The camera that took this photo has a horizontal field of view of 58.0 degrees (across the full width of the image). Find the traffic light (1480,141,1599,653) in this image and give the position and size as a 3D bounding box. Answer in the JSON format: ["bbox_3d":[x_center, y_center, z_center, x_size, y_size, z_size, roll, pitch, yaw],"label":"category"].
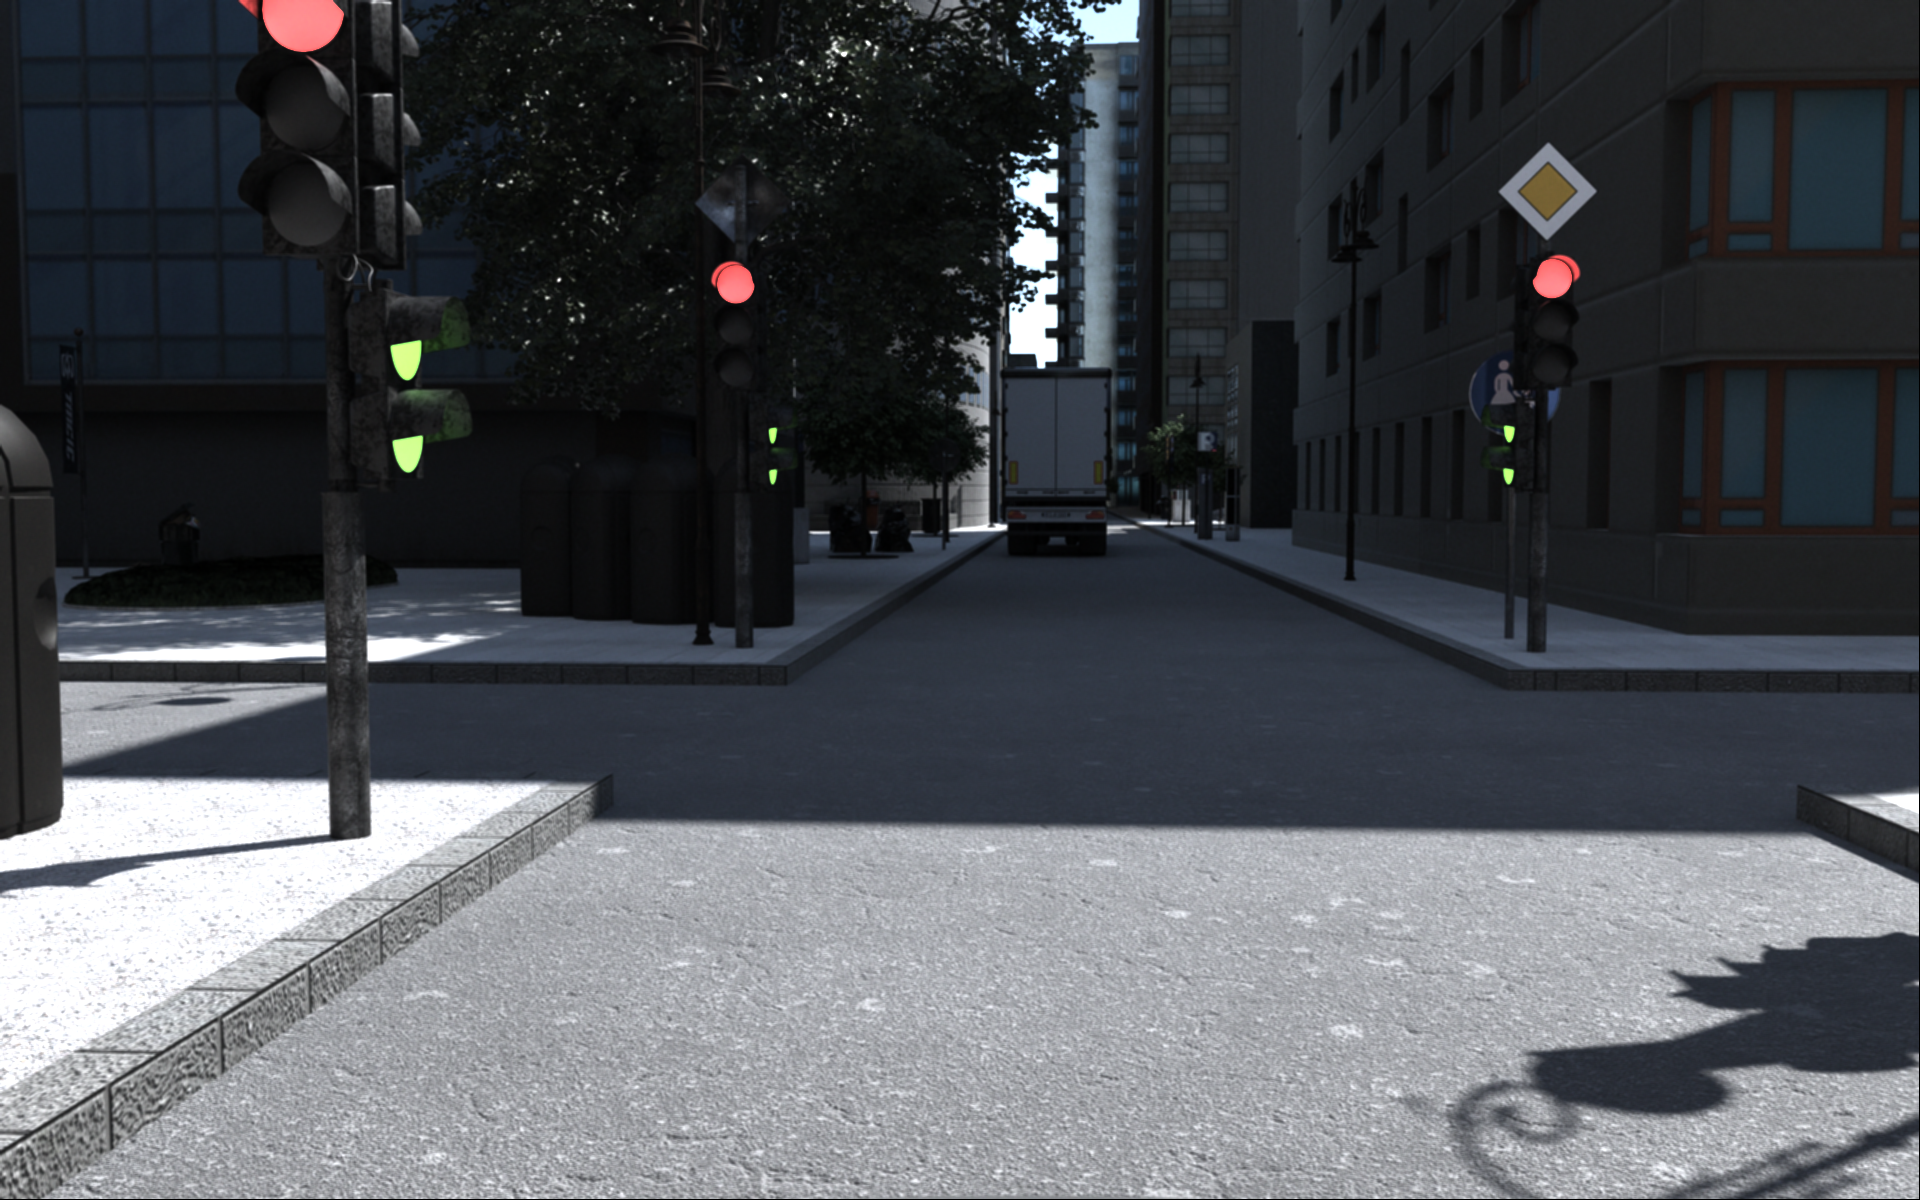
[{"bbox_3d":[4.667,-1.532,13.968,0.839,4.253,0.868,0,4,3],"label":"traffic light"}]

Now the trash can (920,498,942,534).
[{"bbox_3d":[-0.935,-2.735,56.364,0.748,1.137,0.748,0,3,0],"label":"trash can"}]

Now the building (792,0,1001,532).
[{"bbox_3d":[-9.357,-32.293,69.992,21.231,58.520,28.212,0,4,3],"label":"building"}]

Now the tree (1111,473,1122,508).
[{"bbox_3d":[13.748,-9.890,156.302,1.663,3.219,1.824,0,3,0],"label":"tree"}]

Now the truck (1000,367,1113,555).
[{"bbox_3d":[2.526,-3.371,44.036,2.839,4.237,11.283,0,4,4],"label":"truck"}]

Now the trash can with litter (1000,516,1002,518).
[{"bbox_3d":[2.008,-4.750,89.053,1.055,1.170,0.624,-1,4,-9],"label":"trash can with litter"}]

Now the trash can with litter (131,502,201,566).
[{"bbox_3d":[-11.439,-0.820,24.801,1.055,1.170,0.624,-2,4,-25],"label":"trash can with litter"}]

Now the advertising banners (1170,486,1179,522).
[{"bbox_3d":[9.951,-5.138,80.198,0.090,3.025,2.074,1,4,19],"label":"advertising banners"}]

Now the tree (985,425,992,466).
[{"bbox_3d":[-0.801,-4.203,52.434,4.285,4.588,4.351,0,3,0],"label":"tree"}]

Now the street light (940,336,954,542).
[{"bbox_3d":[-0.345,-4.468,45.846,0.468,5.910,1.993,0,4,3],"label":"street light"}]

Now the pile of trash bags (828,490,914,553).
[{"bbox_3d":[-2.049,-1.821,39.528,1.912,1.369,3.447,0,4,-3],"label":"pile of trash bags"}]

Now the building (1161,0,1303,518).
[{"bbox_3d":[18.371,-25.285,96.997,14.154,41.232,14.086,0,4,3],"label":"building"}]

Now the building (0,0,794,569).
[{"bbox_3d":[-11.451,-23.559,35.304,14.600,45.320,14.200,0,4,3],"label":"building"}]

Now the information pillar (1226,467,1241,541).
[{"bbox_3d":[7.449,-2.615,47.249,0.304,2.012,0.304,2,4,32],"label":"information pillar"}]

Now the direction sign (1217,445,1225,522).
[{"bbox_3d":[12.075,-5.383,80.013,0.876,3.537,0.379,1,4,8],"label":"direction sign"}]

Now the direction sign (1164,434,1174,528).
[{"bbox_3d":[7.987,-4.534,66.133,0.379,3.537,0.876,2,4,27],"label":"direction sign"}]

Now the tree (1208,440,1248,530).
[{"bbox_3d":[9.225,-4.088,61.448,1.663,3.219,1.824,0,3,0],"label":"tree"}]

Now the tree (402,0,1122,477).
[{"bbox_3d":[-2.807,-7.006,21.212,9.857,13.997,8.962,0,3,0],"label":"tree"}]

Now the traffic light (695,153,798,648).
[{"bbox_3d":[-1.783,-1.555,14.343,0.839,4.253,0.868,0,4,3],"label":"traffic light"}]

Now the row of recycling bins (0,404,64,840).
[{"bbox_3d":[-5.231,0.013,6.901,3.534,1.692,1.069,1,4,10],"label":"row of recycling bins"}]

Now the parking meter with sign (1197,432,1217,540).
[{"bbox_3d":[7.006,-3.244,49.302,0.543,3.016,1.738,0,4,6],"label":"parking meter with sign"}]

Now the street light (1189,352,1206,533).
[{"bbox_3d":[7.742,-5.124,56.558,0.468,5.910,1.993,0,4,3],"label":"street light"}]

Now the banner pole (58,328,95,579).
[{"bbox_3d":[-13.248,-2.197,25.935,0.401,3.779,0.863,0,4,-2],"label":"banner pole"}]

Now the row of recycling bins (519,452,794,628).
[{"bbox_3d":[-3.152,-0.644,17.639,3.534,1.692,1.069,2,4,34],"label":"row of recycling bins"}]

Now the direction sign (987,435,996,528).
[{"bbox_3d":[1.221,-4.556,66.480,0.379,3.537,0.876,0,4,1],"label":"direction sign"}]

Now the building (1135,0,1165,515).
[{"bbox_3d":[20.053,-29.055,125.156,14.600,45.320,14.200,0,4,3],"label":"building"}]

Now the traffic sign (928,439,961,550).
[{"bbox_3d":[-0.370,-2.425,39.754,0.768,2.556,0.104,1,4,11],"label":"traffic sign"}]

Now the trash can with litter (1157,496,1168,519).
[{"bbox_3d":[10.435,-4.637,87.206,0.624,1.170,1.055,3,5,44],"label":"trash can with litter"}]

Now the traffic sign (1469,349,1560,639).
[{"bbox_3d":[4.877,-0.929,15.302,0.768,2.556,0.104,1,4,11],"label":"traffic sign"}]

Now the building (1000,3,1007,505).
[{"bbox_3d":[-6.810,-32.421,153.782,21.600,48.544,21.300,0,4,3],"label":"building"}]

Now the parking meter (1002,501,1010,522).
[{"bbox_3d":[2.117,-4.503,79.333,0.255,1.863,0.399,1,4,21],"label":"parking meter"}]

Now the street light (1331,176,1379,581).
[{"bbox_3d":[5.802,-3.230,25.593,0.468,5.910,1.993,0,4,3],"label":"street light"}]

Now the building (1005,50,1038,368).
[{"bbox_3d":[-7.250,-53.267,183.585,31.000,86.520,22.319,0,4,3],"label":"building"}]

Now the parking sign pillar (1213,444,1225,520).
[{"bbox_3d":[12.936,-5.971,86.103,1.447,3.967,1.447,2,4,33],"label":"parking sign pillar"}]

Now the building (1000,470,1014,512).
[{"bbox_3d":[-11.850,-26.852,130.903,32.217,40.220,23.993,0,4,3],"label":"building"}]

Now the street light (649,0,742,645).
[{"bbox_3d":[-2.194,-2.558,14.613,0.468,5.910,1.993,0,4,3],"label":"street light"}]

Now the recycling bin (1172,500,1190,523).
[{"bbox_3d":[9.977,-4.011,78.137,0.722,1.027,0.722,0,4,-2],"label":"recycling bin"}]

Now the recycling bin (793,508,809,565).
[{"bbox_3d":[-3.250,-1.175,31.761,0.722,1.027,0.722,3,4,39],"label":"recycling bin"}]

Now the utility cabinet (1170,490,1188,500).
[{"bbox_3d":[11.175,-4.894,88.700,1.173,1.500,0.318,-3,5,-43],"label":"utility cabinet"}]

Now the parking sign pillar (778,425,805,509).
[{"bbox_3d":[-5.359,-3.941,52.912,1.447,3.967,1.447,3,4,39],"label":"parking sign pillar"}]

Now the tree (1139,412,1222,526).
[{"bbox_3d":[8.854,-5.226,69.154,4.285,4.588,4.351,0,3,0],"label":"tree"}]

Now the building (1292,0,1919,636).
[{"bbox_3d":[21.880,-11.190,27.995,28.899,21.520,27.650,0,4,3],"label":"building"}]

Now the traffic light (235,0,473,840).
[{"bbox_3d":[-2.268,-1.067,6.373,0.839,4.253,0.868,0,4,3],"label":"traffic light"}]

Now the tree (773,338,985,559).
[{"bbox_3d":[-2.028,-3.124,34.789,4.285,4.588,4.351,0,3,0],"label":"tree"}]

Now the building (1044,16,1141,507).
[{"bbox_3d":[24.305,-34.515,183.936,30.456,49.044,23.786,0,4,3],"label":"building"}]

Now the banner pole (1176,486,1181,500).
[{"bbox_3d":[10.525,-5.761,84.210,0.863,3.779,0.401,2,4,34],"label":"banner pole"}]

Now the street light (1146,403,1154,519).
[{"bbox_3d":[9.692,-7.071,88.404,0.468,5.910,1.993,0,4,3],"label":"street light"}]

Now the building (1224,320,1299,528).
[{"bbox_3d":[21.677,-45.489,56.421,22.319,86.520,31.000,0,4,3],"label":"building"}]

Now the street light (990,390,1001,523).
[{"bbox_3d":[1.599,-6.362,76.811,0.468,5.910,1.993,0,4,3],"label":"street light"}]
